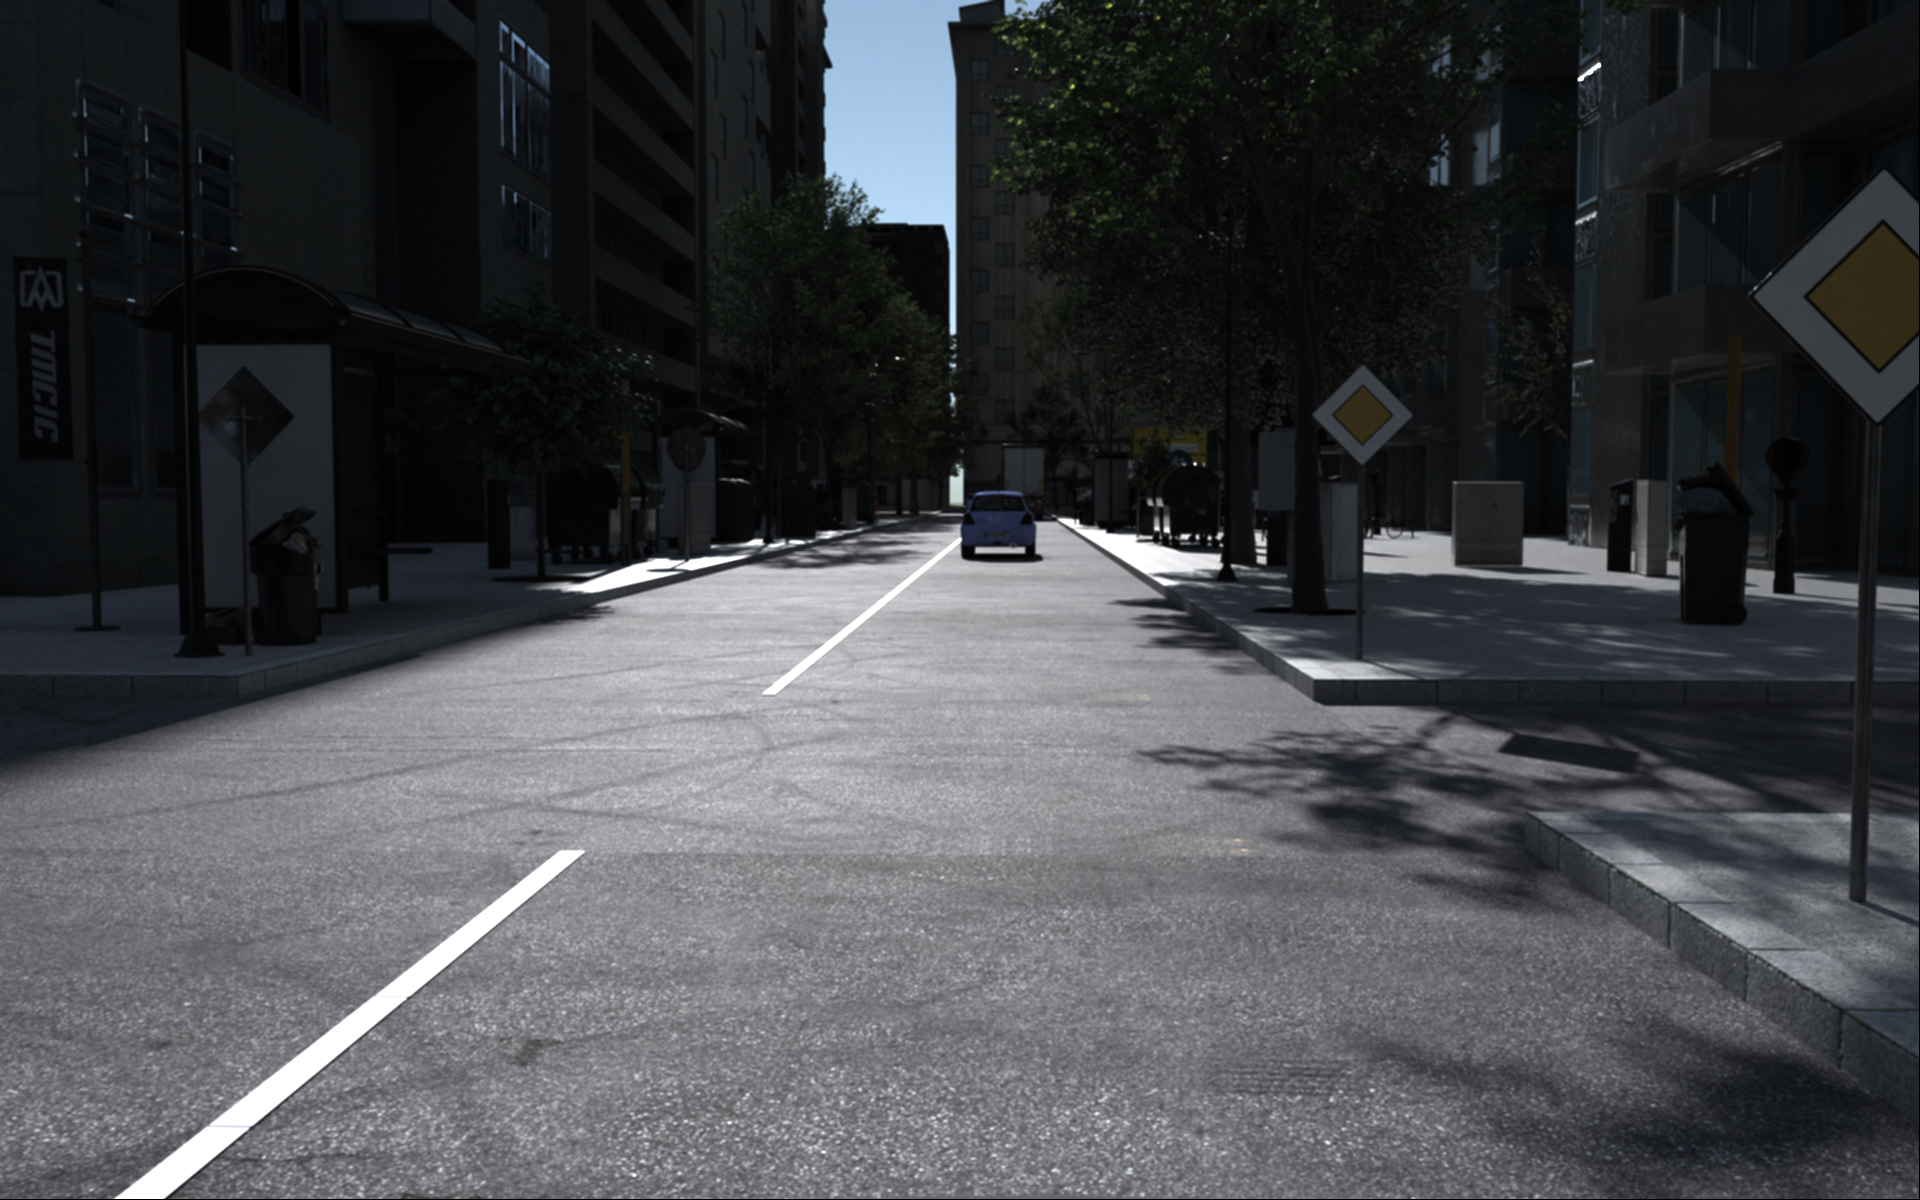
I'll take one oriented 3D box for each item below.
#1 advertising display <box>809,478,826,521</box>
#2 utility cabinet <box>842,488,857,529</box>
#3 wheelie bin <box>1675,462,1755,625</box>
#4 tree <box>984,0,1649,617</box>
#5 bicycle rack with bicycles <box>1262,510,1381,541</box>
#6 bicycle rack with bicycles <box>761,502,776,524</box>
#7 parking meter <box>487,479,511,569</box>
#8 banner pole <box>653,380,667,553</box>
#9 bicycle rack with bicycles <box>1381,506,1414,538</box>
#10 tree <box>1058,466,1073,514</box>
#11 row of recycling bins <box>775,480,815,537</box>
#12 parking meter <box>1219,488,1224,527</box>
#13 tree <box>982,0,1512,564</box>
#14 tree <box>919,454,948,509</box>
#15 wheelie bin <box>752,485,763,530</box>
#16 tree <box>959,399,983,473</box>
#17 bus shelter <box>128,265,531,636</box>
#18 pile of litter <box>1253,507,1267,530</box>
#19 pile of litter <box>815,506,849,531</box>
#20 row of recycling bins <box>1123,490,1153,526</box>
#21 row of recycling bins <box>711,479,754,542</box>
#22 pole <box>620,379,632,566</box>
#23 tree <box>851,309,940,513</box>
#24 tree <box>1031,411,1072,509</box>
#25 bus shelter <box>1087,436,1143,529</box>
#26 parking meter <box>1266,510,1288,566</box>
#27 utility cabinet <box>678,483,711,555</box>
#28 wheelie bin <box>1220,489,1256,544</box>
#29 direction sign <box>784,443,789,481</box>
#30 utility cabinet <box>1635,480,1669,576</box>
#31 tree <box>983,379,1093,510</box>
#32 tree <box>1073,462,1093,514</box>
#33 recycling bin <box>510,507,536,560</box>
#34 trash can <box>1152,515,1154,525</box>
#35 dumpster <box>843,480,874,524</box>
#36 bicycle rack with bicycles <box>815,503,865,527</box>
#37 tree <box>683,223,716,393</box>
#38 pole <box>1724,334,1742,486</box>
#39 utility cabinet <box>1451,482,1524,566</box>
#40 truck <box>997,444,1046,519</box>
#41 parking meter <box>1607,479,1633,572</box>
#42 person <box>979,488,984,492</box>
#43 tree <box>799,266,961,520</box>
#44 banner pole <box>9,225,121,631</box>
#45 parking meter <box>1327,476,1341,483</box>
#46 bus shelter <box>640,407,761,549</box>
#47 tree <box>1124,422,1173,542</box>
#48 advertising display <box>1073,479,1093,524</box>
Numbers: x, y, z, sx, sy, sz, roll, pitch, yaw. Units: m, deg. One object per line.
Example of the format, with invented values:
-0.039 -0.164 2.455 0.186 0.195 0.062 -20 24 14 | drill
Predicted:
-5.800 -4.063 71.642 0.974 1.923 0.123 -2 4 -33 | advertising display
-4.083 -3.368 63.742 0.318 1.500 1.173 1 4 8 | utility cabinet
7.453 -0.566 17.166 0.693 1.594 0.980 1 4 16 | wheelie bin
3.670 -5.667 18.412 9.928 11.665 9.643 0 3 0 | tree
9.367 -2.018 46.378 2.925 0.926 2.852 0 4 -2 | bicycle rack with bicycles
-7.591 -3.717 74.159 2.852 0.926 2.925 -1 4 -19 | bicycle rack with bicycles
-7.941 -1.309 29.820 0.372 1.533 0.369 0 3 0 | parking meter
-6.657 -2.951 38.270 0.401 3.779 0.863 0 4 0 | banner pole
11.652 -2.256 50.262 2.925 0.926 2.852 -2 4 -34 | bicycle rack with bicycles
7.178 -7.014 109.284 1.663 3.219 1.824 0 3 0 | tree
-5.085 -2.800 52.893 1.069 1.692 3.534 -1 4 -12 | row of recycling bins
10.171 -3.648 68.052 0.372 1.533 0.369 0 3 0 | parking meter
5.261 -7.652 31.759 9.857 13.997 8.962 0 3 0 | tree
-2.540 -12.233 150.371 4.360 8.622 3.978 0 3 0 | tree
-7.390 -3.260 61.209 0.693 1.594 0.980 -3 5 -44 | wheelie bin
-1.700 -13.685 158.155 8.767 10.594 7.601 -2 4 -30 | tree
-6.249 -1.479 18.106 2.014 3.302 5.546 0 4 2 | bus shelter
11.086 -2.968 62.486 1.176 0.858 1.719 0 4 7 | pile of litter
-4.792 -2.872 60.929 1.719 0.858 1.176 1 4 19 | pile of litter
7.775 -3.947 71.642 1.069 1.692 3.534 3 4 38 | row of recycling bins
-6.298 -2.501 48.004 1.069 1.692 3.534 0 4 1 | row of recycling bins
-5.976 -2.267 30.907 0.158 3.312 0.155 0 3 0 | pole
-3.043 -12.960 118.558 9.857 13.997 8.962 0 3 0 | tree
7.903 -12.197 149.780 4.737 8.622 4.395 0 3 0 | tree
5.772 -4.258 63.545 2.014 3.302 5.546 0 4 2 | bus shelter
5.693 -1.385 31.059 0.372 1.533 0.369 0 3 0 | parking meter
-5.633 -1.713 36.683 0.318 1.500 1.173 1 4 12 | utility cabinet
6.960 -2.171 43.409 0.693 1.594 0.980 -2 4 -35 | wheelie bin
-7.661 -5.215 77.269 0.379 3.537 0.876 1 4 15 | direction sign
10.924 -1.141 27.334 0.318 1.500 1.173 1 4 13 | utility cabinet
7.541 -12.563 139.822 7.601 10.594 8.767 2 4 32 | tree
7.341 -5.908 91.201 1.663 3.219 1.824 0 3 0 | tree
-8.681 -1.302 33.842 0.722 1.027 0.722 -1 4 -17 | recycling bin
6.646 -2.943 59.771 0.748 1.137 0.748 0 3 0 | trash can
-4.357 -4.180 74.105 1.264 1.857 1.865 0 4 2 | dumpster
-5.199 -3.365 68.406 2.925 0.926 2.852 0 4 -2 | bicycle rack with bicycles
-5.356 -7.955 55.816 9.928 11.665 9.643 0 3 0 | tree
9.902 -1.736 22.234 0.158 3.312 0.155 0 3 0 | pole
9.321 -1.341 30.599 1.173 1.500 0.318 0 4 3 | utility cabinet
3.672 -6.985 103.110 2.839 4.237 11.283 0 4 1 | truck
10.966 -1.246 28.784 0.372 1.533 0.369 0 3 0 | parking meter
1.249 -5.133 93.133 0.721 1.736 1.217 -1 4 -17 | person
-4.753 -10.215 85.149 7.486 12.596 7.792 0 3 0 | tree
-8.373 -1.601 16.193 0.863 3.779 0.401 -1 4 -12 | banner pole
11.843 -3.009 54.912 0.399 1.863 0.255 -3 4 -39 | parking meter
-6.362 -3.010 43.134 2.014 3.302 5.546 0 4 2 | bus shelter
5.368 -3.184 46.656 1.663 3.219 1.824 0 3 0 | tree
5.260 -4.203 73.928 0.974 1.923 0.123 -2 4 -35 | advertising display
